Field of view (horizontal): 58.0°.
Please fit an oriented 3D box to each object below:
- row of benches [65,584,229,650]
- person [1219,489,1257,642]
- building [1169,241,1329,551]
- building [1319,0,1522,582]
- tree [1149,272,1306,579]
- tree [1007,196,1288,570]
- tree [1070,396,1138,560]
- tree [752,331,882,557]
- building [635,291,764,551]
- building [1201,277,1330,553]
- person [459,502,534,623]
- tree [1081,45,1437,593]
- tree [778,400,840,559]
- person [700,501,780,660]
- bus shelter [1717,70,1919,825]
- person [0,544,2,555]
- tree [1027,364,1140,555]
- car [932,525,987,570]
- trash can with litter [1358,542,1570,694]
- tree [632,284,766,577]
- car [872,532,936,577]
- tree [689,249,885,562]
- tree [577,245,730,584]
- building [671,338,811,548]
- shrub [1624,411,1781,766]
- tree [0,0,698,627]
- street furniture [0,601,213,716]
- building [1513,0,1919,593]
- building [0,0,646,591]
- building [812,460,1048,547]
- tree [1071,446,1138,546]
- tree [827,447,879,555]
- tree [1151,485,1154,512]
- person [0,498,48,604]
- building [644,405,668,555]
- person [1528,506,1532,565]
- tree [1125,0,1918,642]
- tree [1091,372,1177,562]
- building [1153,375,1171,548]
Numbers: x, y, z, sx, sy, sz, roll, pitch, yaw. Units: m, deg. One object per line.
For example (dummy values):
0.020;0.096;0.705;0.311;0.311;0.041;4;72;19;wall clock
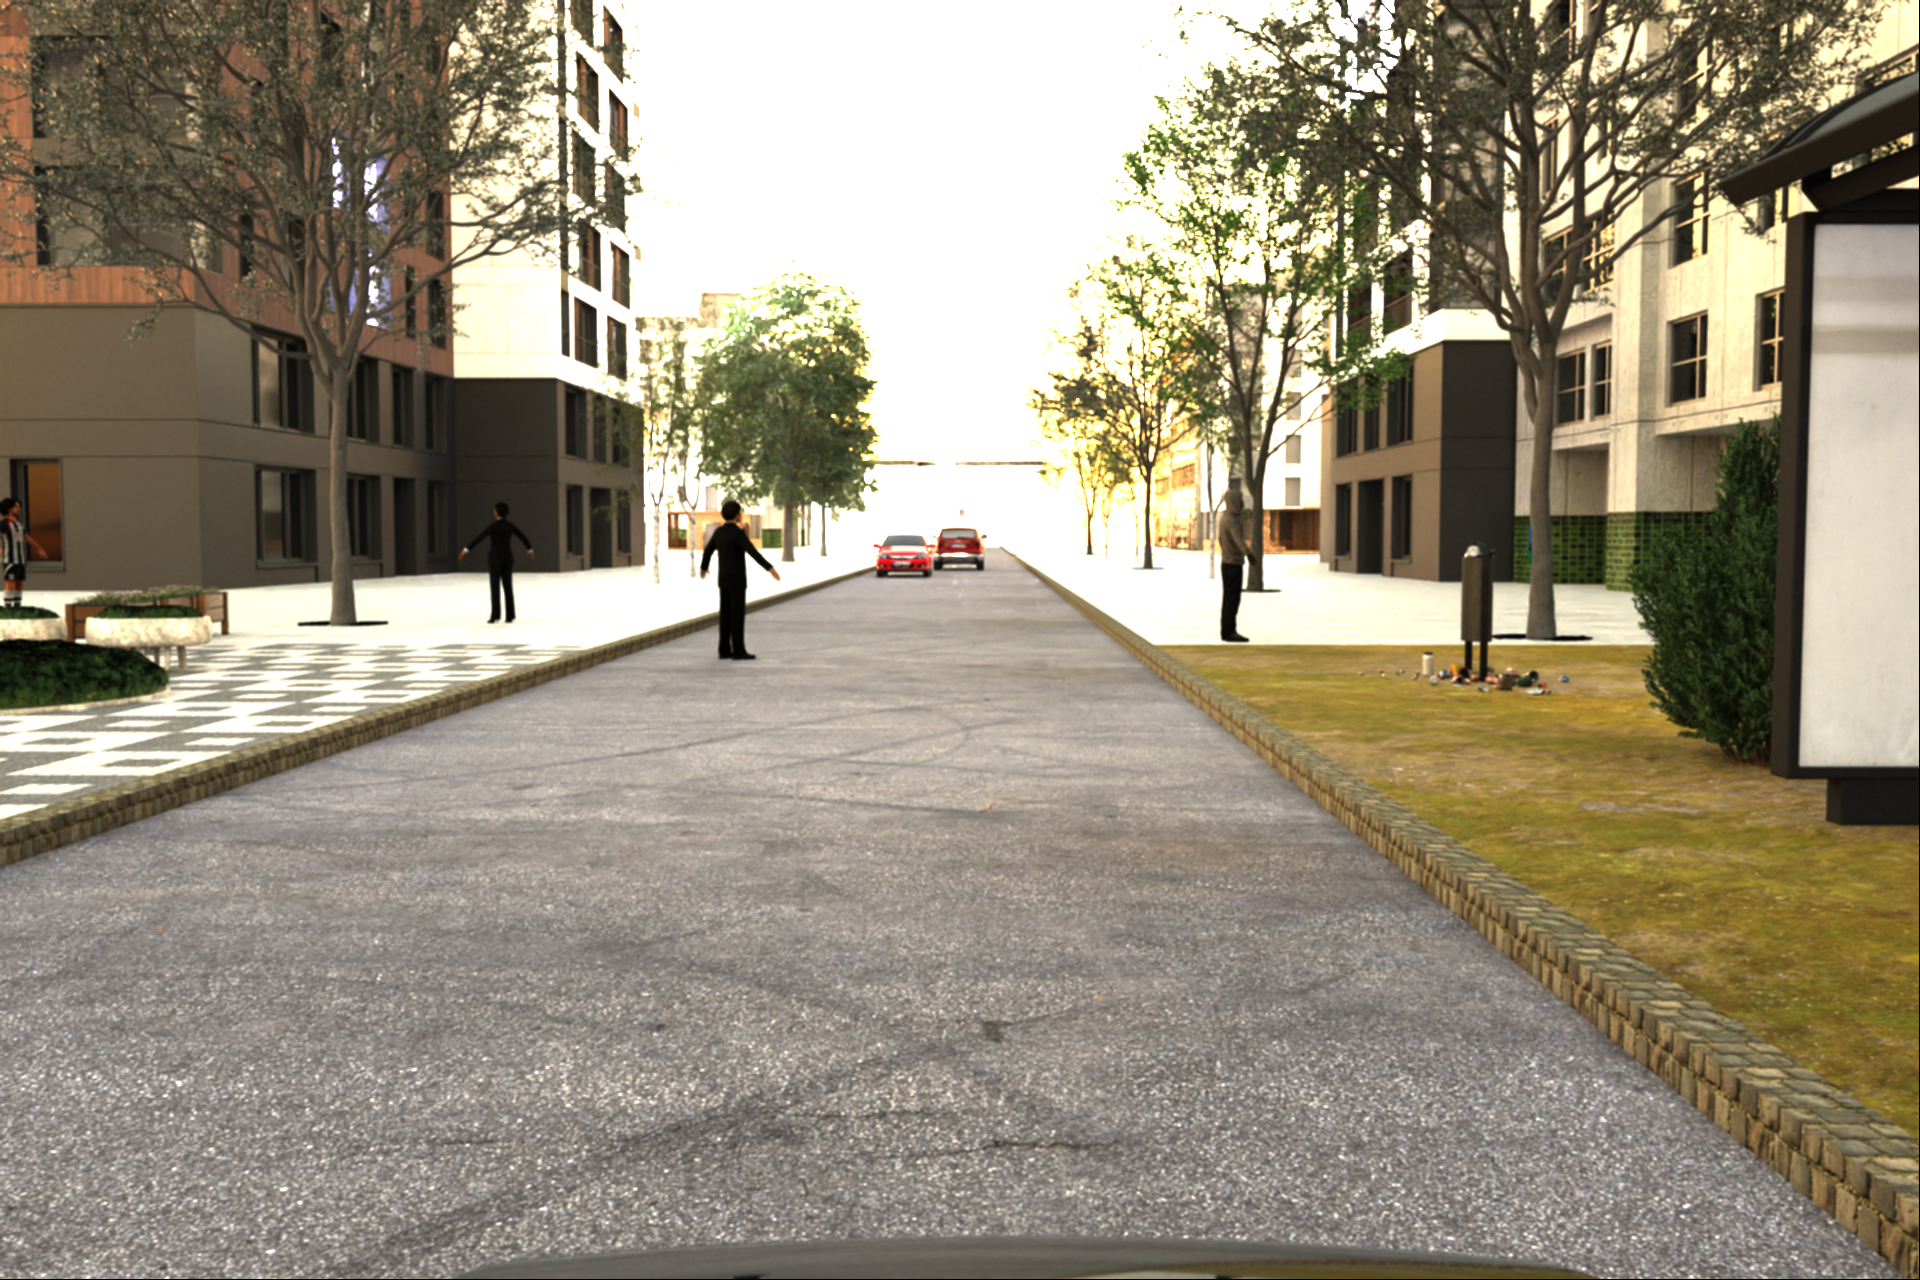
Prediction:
-9.357;-0.281;20.064;1.422;0.672;4.104;-1;4;-8;row of benches
3.286;-0.892;20.717;0.705;1.813;1.348;0;4;-4;person
27.190;-18.865;139.368;19.493;23.208;18.063;0;4;1;building
26.757;-13.318;61.722;27.936;21.610;32.646;0;4;0;building
6.961;-6.032;48.979;4.360;8.622;3.978;0;3;0;tree
6.831;-9.337;63.024;12.009;13.543;11.850;0;3;0;tree
7.233;-8.279;85.717;4.360;8.622;3.978;0;3;0;tree
-8.103;-10.960;97.321;7.486;12.596;7.792;0;3;0;tree
-22.104;-17.122;136.371;16.016;20.090;11.380;0;4;1;building
23.073;-16.596;127.764;16.016;20.090;11.380;0;4;0;building
-6.680;-1.121;25.054;0.721;1.740;1.216;3;5;44;person
6.529;-6.866;38.010;9.928;11.665;9.643;0;3;0;tree
-7.646;-8.490;89.172;4.737;8.622;4.395;0;3;0;tree
-2.586;-0.686;19.857;1.347;1.806;0.705;3;5;42;person
4.419;-0.683;5.092;2.014;3.302;5.546;0;4;0;bus shelter
-16.704;-1.439;29.797;0.705;1.796;1.348;-3;5;-43;person
7.933;-10.987;105.399;9.928;11.665;9.643;0;3;0;tree
-0.028;-3.778;70.451;2.281;1.827;5.304;0;4;1;car
4.434;-0.233;14.868;1.678;1.210;2.233;0;4;2;trash can with litter
-8.048;-6.177;51.359;4.360;8.622;3.978;0;3;0;tree
-1.877;-3.056;58.999;2.155;1.783;4.494;0;4;1;car
-7.847;-10.561;79.324;9.857;13.997;8.962;0;3;0;tree
-7.795;-5.739;44.190;4.360;8.622;3.978;0;3;0;tree
-24.376;-18.678;171.840;16.747;18.905;31.486;0;3;0;building
4.626;-0.328;9.790;1.690;2.028;1.600;0;3;0;shrub
-8.774;-6.958;24.136;12.009;13.543;11.850;0;3;0;tree
-11.306;0.102;13.966;10.072;0.657;5.734;0;4;-3;street furniture
22.903;-9.978;29.598;16.747;18.905;31.486;0;4;1;building
-27.196;-12.890;54.720;27.936;21.610;32.646;0;4;1;building
-4.566;-15.381;196.083;28.070;9.664;9.099;1;4;9;building
15.965;-16.173;190.178;9.928;11.665;9.643;0;3;0;tree
-7.627;-9.442;104.732;4.360;8.622;3.978;0;3;0;tree
24.158;-15.044;196.331;4.360;8.622;3.978;0;3;0;tree
-14.232;-1.220;26.091;0.704;1.843;1.345;0;4;3;person
-24.685;-10.865;119.794;9.099;9.664;28.070;0;3;0;building
9.106;-1.287;27.176;0.704;1.817;1.347;1;4;20;person
7.030;-6.757;20.855;12.009;13.543;11.850;0;3;0;tree
8.105;-7.820;78.227;4.360;8.622;3.978;0;3;0;tree
29.070;-20.646;168.483;19.493;23.208;18.063;0;4;1;building
